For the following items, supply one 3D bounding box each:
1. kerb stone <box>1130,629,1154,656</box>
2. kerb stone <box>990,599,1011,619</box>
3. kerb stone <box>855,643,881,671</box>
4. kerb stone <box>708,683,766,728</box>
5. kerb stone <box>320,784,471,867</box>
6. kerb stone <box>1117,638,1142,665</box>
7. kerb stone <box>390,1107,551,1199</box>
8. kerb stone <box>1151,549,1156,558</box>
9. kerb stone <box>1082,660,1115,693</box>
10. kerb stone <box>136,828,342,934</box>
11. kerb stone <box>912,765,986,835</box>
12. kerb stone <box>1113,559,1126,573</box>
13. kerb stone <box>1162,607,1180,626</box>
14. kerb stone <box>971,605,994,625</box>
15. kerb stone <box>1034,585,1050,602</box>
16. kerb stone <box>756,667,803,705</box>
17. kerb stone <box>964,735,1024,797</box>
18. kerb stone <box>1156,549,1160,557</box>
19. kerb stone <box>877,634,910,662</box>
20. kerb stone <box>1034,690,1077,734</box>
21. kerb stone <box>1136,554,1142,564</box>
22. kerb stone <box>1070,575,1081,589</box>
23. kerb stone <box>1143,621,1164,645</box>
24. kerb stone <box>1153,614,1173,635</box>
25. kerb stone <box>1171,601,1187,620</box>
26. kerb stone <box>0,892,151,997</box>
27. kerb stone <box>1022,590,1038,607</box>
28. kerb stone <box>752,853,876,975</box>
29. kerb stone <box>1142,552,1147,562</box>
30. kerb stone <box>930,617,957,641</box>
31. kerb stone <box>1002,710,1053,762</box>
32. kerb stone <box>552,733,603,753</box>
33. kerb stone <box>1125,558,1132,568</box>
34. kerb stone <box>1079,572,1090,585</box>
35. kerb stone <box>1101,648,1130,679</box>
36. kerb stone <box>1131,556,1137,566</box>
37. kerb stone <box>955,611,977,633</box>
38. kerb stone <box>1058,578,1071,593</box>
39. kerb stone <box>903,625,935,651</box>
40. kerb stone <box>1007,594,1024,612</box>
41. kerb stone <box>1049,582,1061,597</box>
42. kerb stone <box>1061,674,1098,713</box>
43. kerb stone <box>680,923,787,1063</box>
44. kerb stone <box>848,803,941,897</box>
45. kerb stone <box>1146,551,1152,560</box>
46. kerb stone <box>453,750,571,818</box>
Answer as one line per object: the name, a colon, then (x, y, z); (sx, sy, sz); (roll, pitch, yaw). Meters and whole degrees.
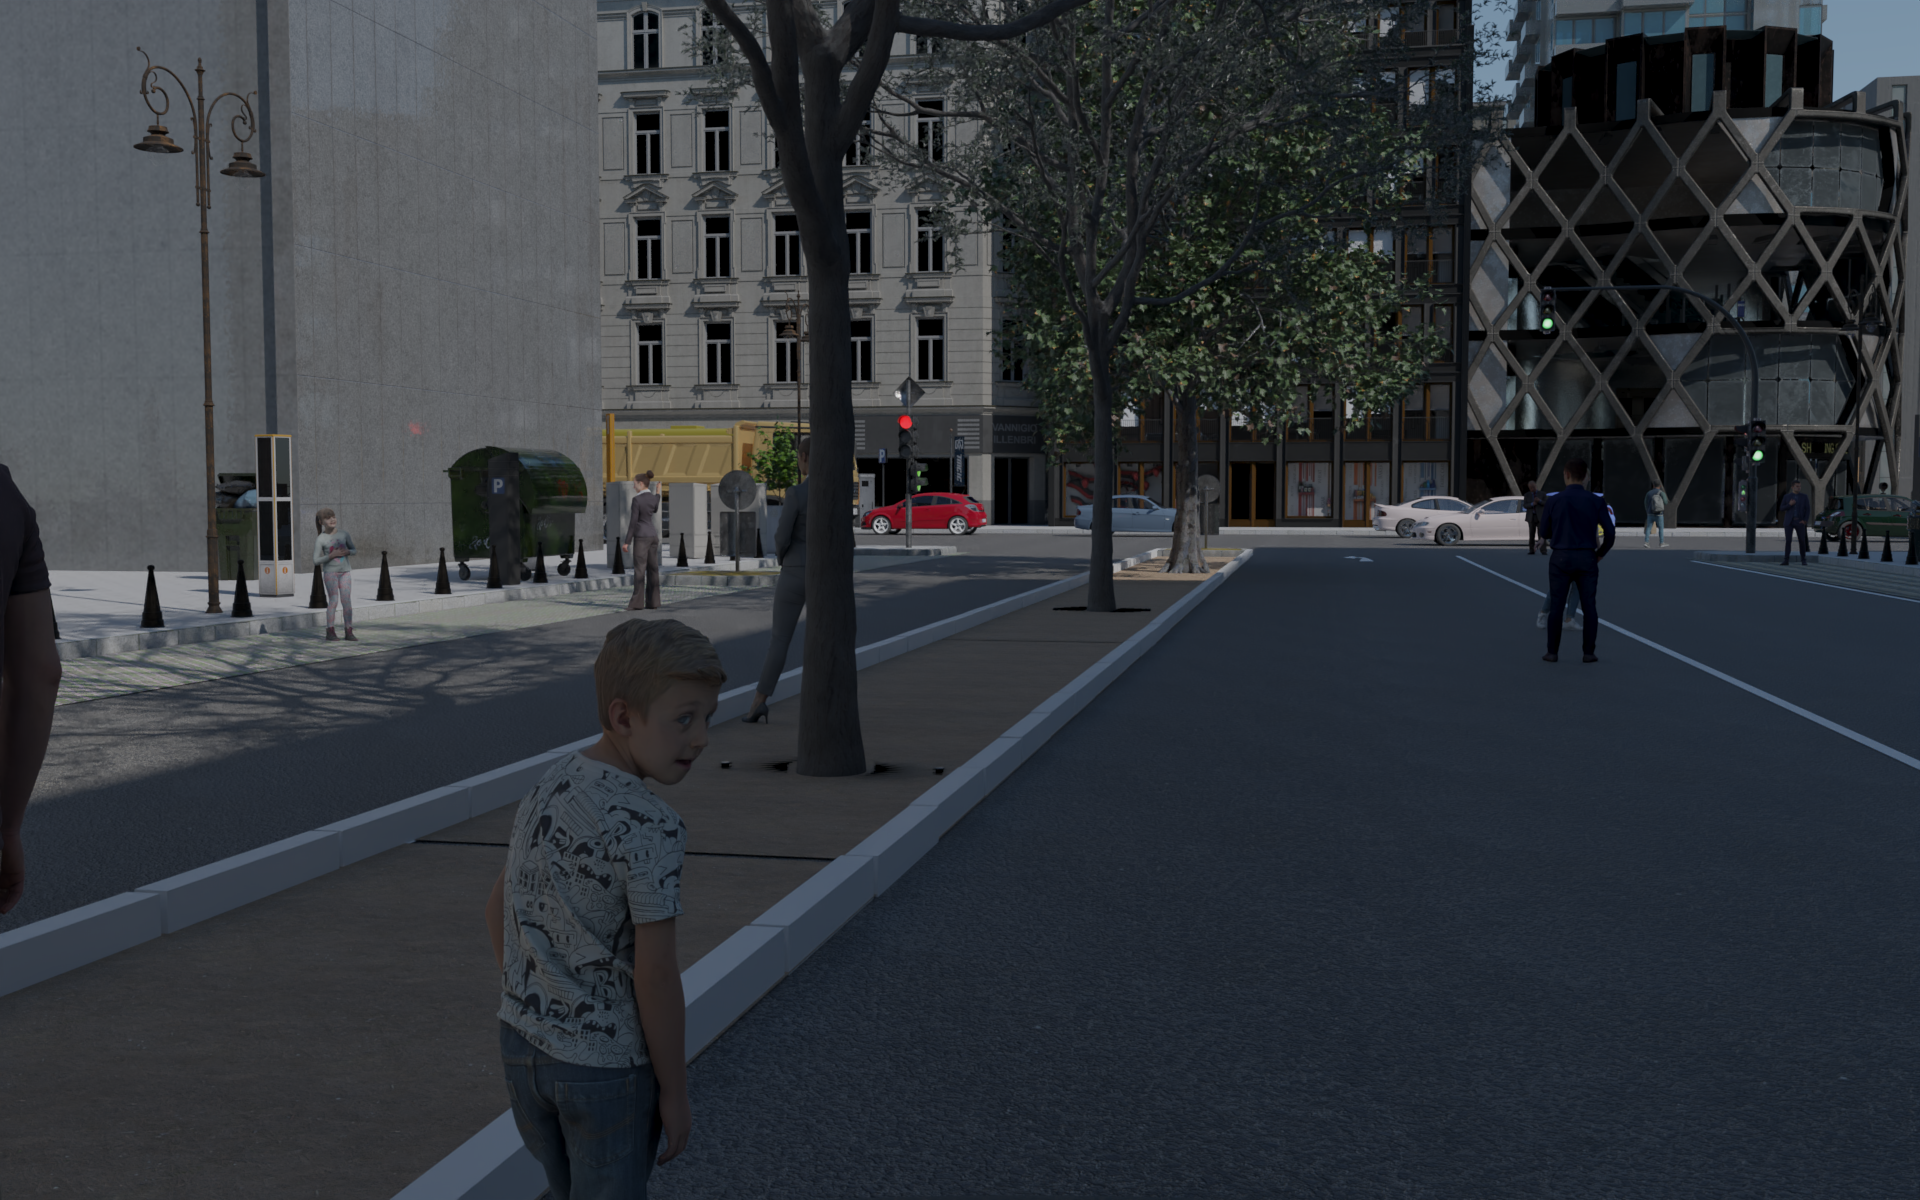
kerb stone: (1.630, 0.397, 15.704); (0.120, 0.150, 1.000); (1, 4, 12)
kerb stone: (0.412, 0.126, 20.167); (0.120, 0.150, 1.000); (1, 4, 12)
kerb stone: (-0.844, 0.493, 14.137); (0.120, 0.150, 1.000); (1, 4, 12)
kerb stone: (-1.475, 0.677, 11.122); (0.120, 0.150, 1.000); (1, 4, 12)
kerb stone: (-2.312, 0.925, 7.108); (0.120, 0.150, 1.000); (1, 4, 12)
kerb stone: (1.416, 0.461, 14.700); (0.120, 0.150, 1.000); (1, 4, 12)
kerb stone: (-0.888, 1.146, 3.642); (0.120, 0.150, 1.000); (1, 4, 12)
kerb stone: (4.175, -0.982, 38.258); (0.120, 0.150, 1.000); (1, 4, 12)
kerb stone: (0.997, 0.583, 12.692); (0.120, 0.150, 1.000); (1, 4, 12)
kerb stone: (-2.519, 0.984, 6.100); (0.120, 0.150, 1.000); (1, 4, 12)
kerb stone: (-0.049, 0.894, 7.664); (0.120, 0.150, 1.000); (1, 4, 12)
kerb stone: (2.929, -0.614, 32.231); (0.120, 0.150, 1.000); (1, 4, 12)
kerb stone: (2.248, 0.215, 18.717); (0.120, 0.150, 1.000); (1, 4, 12)
kerb stone: (0.202, 0.185, 19.163); (0.120, 0.150, 1.000); (1, 4, 12)
kerb stone: (1.040, -0.060, 23.182); (0.120, 0.150, 1.000); (1, 4, 12)
kerb stone: (-1.258, 0.616, 12.130); (0.120, 0.150, 1.000); (1, 4, 12)
kerb stone: (0.163, 0.835, 8.667); (0.120, 0.150, 1.000); (1, 4, 12)
kerb stone: (4.386, -1.042, 39.265); (0.120, 0.150, 1.000); (1, 4, 12)
kerb stone: (-0.636, 0.436, 15.141); (0.120, 0.150, 1.000); (1, 4, 12)
kerb stone: (0.577, 0.705, 10.676); (0.120, 0.150, 1.000); (1, 4, 12)
kerb stone: (3.545, -0.794, 35.243); (0.120, 0.150, 1.000); (1, 4, 12)
kerb stone: (1.665, -0.245, 26.193); (0.120, 0.150, 1.000); (1, 4, 12)
kerb stone: (1.841, 0.340, 16.707); (0.120, 0.150, 1.000); (1, 4, 12)
kerb stone: (2.046, 0.274, 17.712); (0.120, 0.150, 1.000); (1, 4, 12)
kerb stone: (2.460, 0.151, 19.730); (0.120, 0.150, 1.000); (1, 4, 12)
kerb stone: (-2.734, 1.048, 5.099); (0.120, 0.150, 1.000); (1, 4, 12)
kerb stone: (0.828, 0.002, 22.174); (0.120, 0.150, 1.000); (1, 4, 12)
kerb stone: (-0.466, 1.012, 5.652); (0.120, 0.150, 1.000); (1, 4, 12)
kerb stone: (3.760, -0.860, 36.248); (0.120, 0.150, 1.000); (1, 4, 12)
kerb stone: (-0.212, 0.308, 17.155); (0.120, 0.150, 1.000); (1, 4, 12)
kerb stone: (0.372, 0.769, 9.670); (0.120, 0.150, 1.000); (1, 4, 12)
kerb stone: (-1.898, 0.800, 9.115); (0.120, 0.150, 1.000); (1, 4, 12)
kerb stone: (3.132, -0.671, 33.236); (0.120, 0.150, 1.000); (1, 4, 12)
kerb stone: (1.876, -0.306, 27.198); (0.120, 0.150, 1.000); (1, 4, 12)
kerb stone: (1.209, 0.520, 13.696); (0.120, 0.150, 1.000); (1, 4, 12)
kerb stone: (3.340, -0.737, 34.239); (0.120, 0.150, 1.000); (1, 4, 12)
kerb stone: (-0.002, 0.250, 18.159); (0.120, 0.150, 1.000); (1, 4, 12)
kerb stone: (1.453, -0.183, 25.191); (0.120, 0.150, 1.000); (1, 4, 12)
kerb stone: (-0.423, 0.370, 16.143); (0.120, 0.150, 1.000); (1, 4, 12)
kerb stone: (0.612, 0.063, 21.172); (0.120, 0.150, 1.000); (1, 4, 12)
kerb stone: (1.246, -0.122, 24.186); (0.120, 0.150, 1.000); (1, 4, 12)
kerb stone: (0.790, 0.643, 11.678); (0.120, 0.150, 1.000); (1, 4, 12)
kerb stone: (-0.680, 1.073, 4.650); (0.120, 0.150, 1.000); (1, 4, 12)
kerb stone: (-0.249, 0.953, 6.654); (0.120, 0.150, 1.000); (1, 4, 12)
kerb stone: (3.964, -0.918, 37.253); (0.120, 0.150, 1.000); (1, 4, 12)
kerb stone: (-2.102, 0.864, 8.111); (0.120, 0.150, 1.000); (1, 4, 12)
